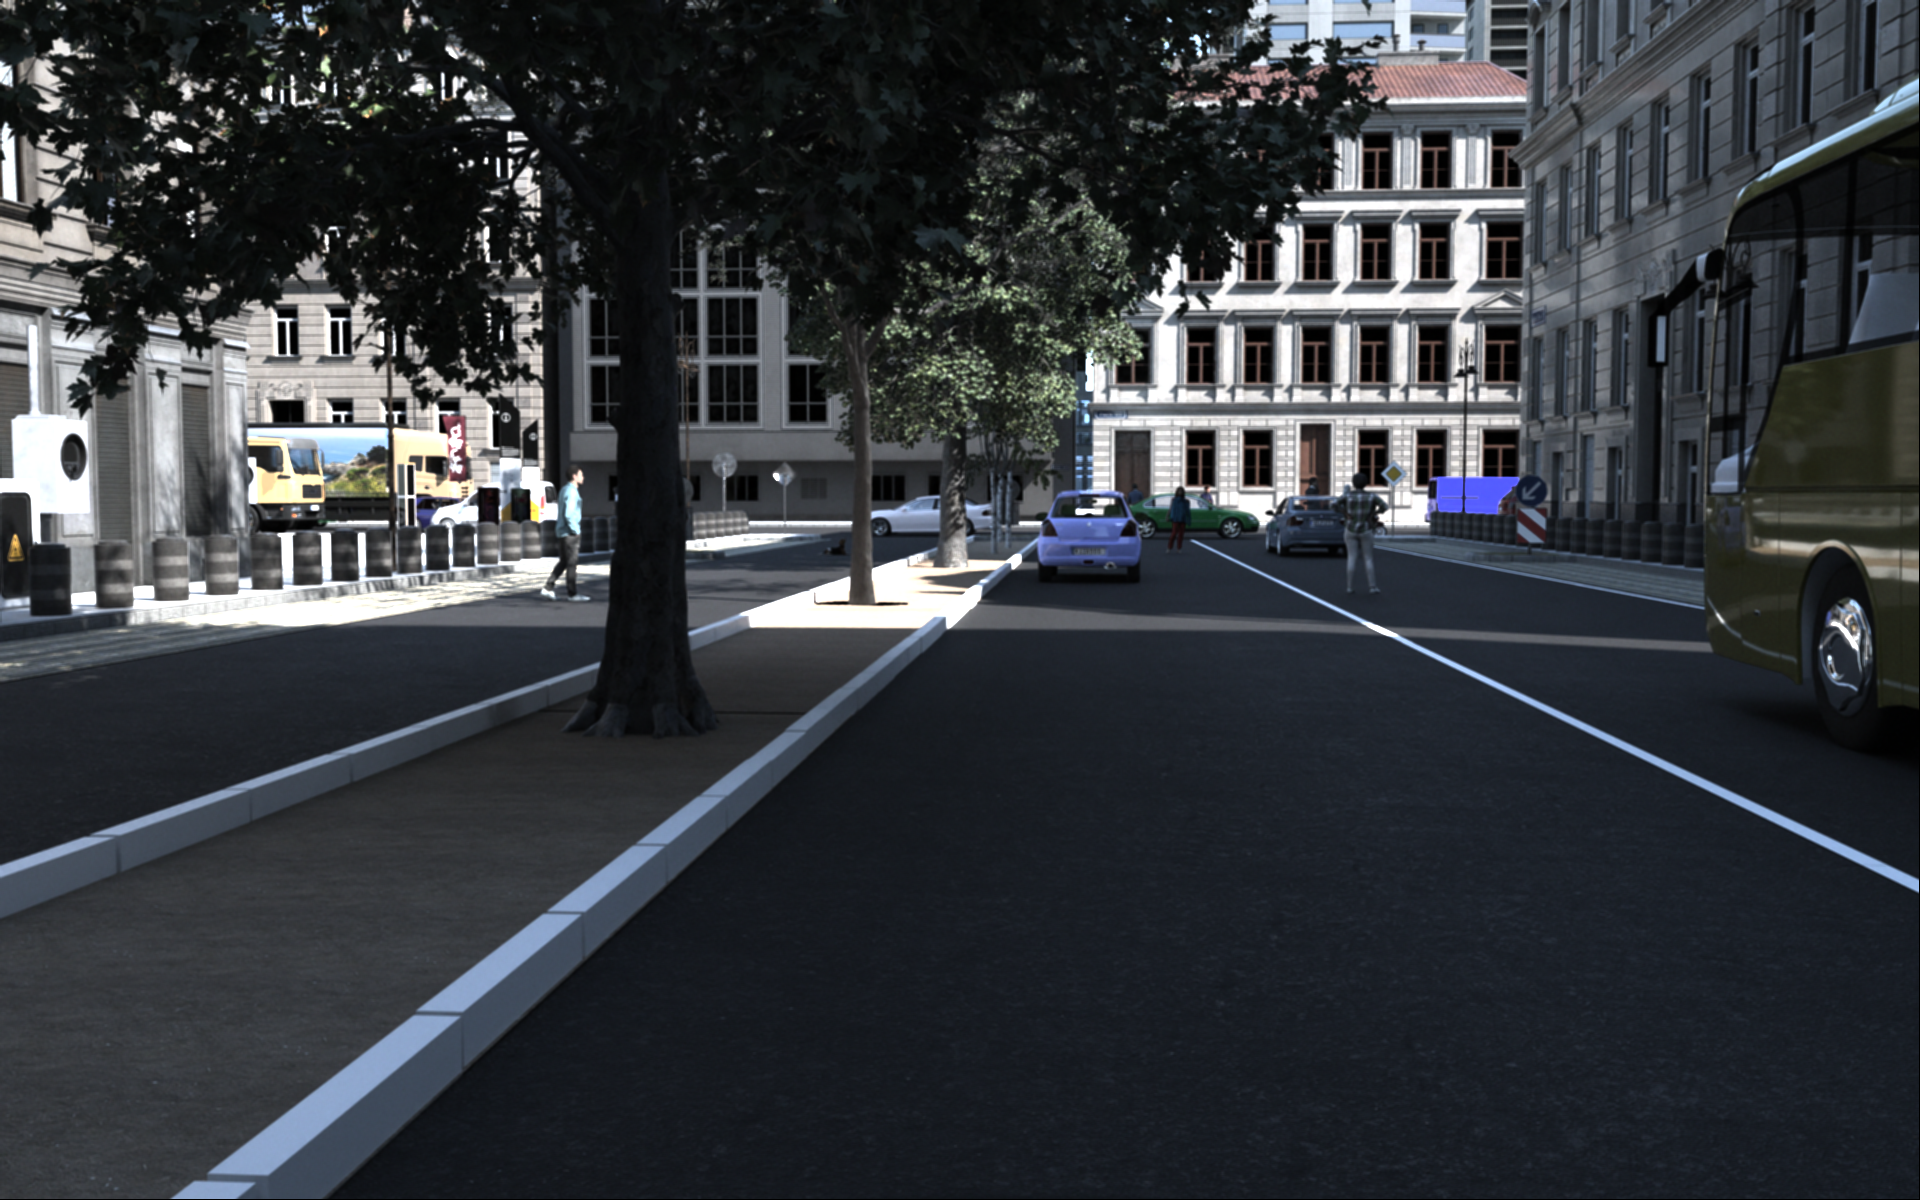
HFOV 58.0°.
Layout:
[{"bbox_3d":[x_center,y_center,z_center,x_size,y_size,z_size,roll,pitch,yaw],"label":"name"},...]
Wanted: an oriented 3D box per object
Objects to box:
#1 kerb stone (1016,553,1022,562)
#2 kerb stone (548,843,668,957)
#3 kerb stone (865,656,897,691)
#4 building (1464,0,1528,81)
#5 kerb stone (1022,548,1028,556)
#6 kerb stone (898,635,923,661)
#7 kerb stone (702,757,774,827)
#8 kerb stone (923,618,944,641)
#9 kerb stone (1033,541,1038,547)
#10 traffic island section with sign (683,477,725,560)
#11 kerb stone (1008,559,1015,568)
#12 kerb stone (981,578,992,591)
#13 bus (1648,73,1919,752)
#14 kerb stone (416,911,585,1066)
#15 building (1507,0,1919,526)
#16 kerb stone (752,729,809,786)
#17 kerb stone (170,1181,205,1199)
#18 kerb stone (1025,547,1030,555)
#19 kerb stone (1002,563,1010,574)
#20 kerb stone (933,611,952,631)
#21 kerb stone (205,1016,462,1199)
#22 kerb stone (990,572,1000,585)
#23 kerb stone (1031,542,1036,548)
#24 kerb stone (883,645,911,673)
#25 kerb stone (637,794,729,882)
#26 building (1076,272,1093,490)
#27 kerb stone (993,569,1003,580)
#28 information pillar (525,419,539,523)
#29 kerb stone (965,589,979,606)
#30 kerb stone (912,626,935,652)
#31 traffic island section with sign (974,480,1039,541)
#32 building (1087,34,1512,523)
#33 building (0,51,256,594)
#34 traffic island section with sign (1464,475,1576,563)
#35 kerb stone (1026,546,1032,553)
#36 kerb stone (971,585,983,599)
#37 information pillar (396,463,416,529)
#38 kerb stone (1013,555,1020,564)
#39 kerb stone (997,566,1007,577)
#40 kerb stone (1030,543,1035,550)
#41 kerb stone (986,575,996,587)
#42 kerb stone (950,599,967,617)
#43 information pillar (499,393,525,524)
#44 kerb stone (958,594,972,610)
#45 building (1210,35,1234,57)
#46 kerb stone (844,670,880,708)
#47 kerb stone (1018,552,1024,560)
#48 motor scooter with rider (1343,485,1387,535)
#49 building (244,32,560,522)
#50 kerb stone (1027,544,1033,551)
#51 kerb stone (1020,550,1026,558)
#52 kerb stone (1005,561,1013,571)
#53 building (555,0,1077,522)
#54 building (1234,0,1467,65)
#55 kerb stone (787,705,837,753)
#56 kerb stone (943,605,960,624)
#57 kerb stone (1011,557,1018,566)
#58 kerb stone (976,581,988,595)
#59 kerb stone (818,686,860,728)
[{"bbox_3d":[1.147,-0.815,35.519,0.120,0.150,1.000,0,4,4],"label":"kerb stone"},{"bbox_3d":[-1.172,1.001,5.823,0.120,0.150,1.000,0,4,4],"label":"kerb stone"},{"bbox_3d":[-0.609,0.563,12.989,0.120,0.150,1.000,0,4,4],"label":"kerb stone"},{"bbox_3d":[80.659,-48.988,239.204,20.611,71.187,20.563,0,4,4],"label":"building"},{"bbox_3d":[1.381,-1.001,38.596,0.120,0.150,1.000,0,4,4],"label":"kerb stone"},{"bbox_3d":[-0.451,0.440,15.045,0.120,0.150,1.000,0,4,4],"label":"kerb stone"},{"bbox_3d":[-1.009,0.876,7.873,0.120,0.150,1.000,0,4,4],"label":"kerb stone"},{"bbox_3d":[-0.285,0.312,17.087,0.120,0.150,1.000,0,4,4],"label":"kerb stone"},{"bbox_3d":[1.863,-1.379,44.767,0.120,0.150,1.000,0,4,4],"label":"kerb stone"},{"bbox_3d":[-6.293,-1.820,38.380,1.989,1.847,2.006,0,4,4],"label":"traffic island section with sign"},{"bbox_3d":[0.906,-0.627,32.444,0.120,0.150,1.000,0,4,4],"label":"kerb stone"},{"bbox_3d":[0.344,-0.188,25.275,0.120,0.150,1.000,0,4,4],"label":"kerb stone"},{"bbox_3d":[5.864,-0.903,6.313,2.896,3.916,12.252,0,4,5],"label":"bus"},{"bbox_3d":[-1.252,1.064,4.796,0.120,0.150,1.000,0,4,4],"label":"kerb stone"},{"bbox_3d":[20.955,-14.689,37.431,12.463,27.353,25.104,0,4,4],"label":"building"},{"bbox_3d":[-0.929,0.820,8.896,0.120,0.150,1.000,0,4,4],"label":"kerb stone"},{"bbox_3d":[-1.416,1.196,2.753,0.120,0.150,1.000,0,4,4],"label":"kerb stone"},{"bbox_3d":[1.460,-1.066,39.618,0.120,0.150,1.000,0,4,4],"label":"kerb stone"},{"bbox_3d":[0.742,-0.502,30.400,0.120,0.150,1.000,0,4,4],"label":"kerb stone"},{"bbox_3d":[-0.214,0.250,18.110,0.120,0.150,1.000,0,4,4],"label":"kerb stone"},{"bbox_3d":[-1.326,1.130,3.774,0.120,0.150,1.000,0,4,4],"label":"kerb stone"},{"bbox_3d":[0.510,-0.309,27.323,0.120,0.150,1.000,0,4,4],"label":"kerb stone"},{"bbox_3d":[1.783,-1.318,43.741,0.120,0.150,1.000,0,4,4],"label":"kerb stone"},{"bbox_3d":[-0.534,0.501,14.012,0.120,0.150,1.000,0,4,4],"label":"kerb stone"},{"bbox_3d":[-1.091,0.938,6.851,0.120,0.150,1.000,0,4,4],"label":"kerb stone"},{"bbox_3d":[5.568,-57.114,246.487,31.000,86.520,22.319,0,4,4],"label":"building"},{"bbox_3d":[0.584,-0.377,28.353,0.120,0.150,1.000,0,4,4],"label":"kerb stone"},{"bbox_3d":[-13.348,-3.828,53.944,0.504,3.616,0.183,-1,4,-9],"label":"information pillar"},{"bbox_3d":[0.119,0.000,22.199,0.120,0.150,1.000,0,4,4],"label":"kerb stone"},{"bbox_3d":[-0.362,0.375,16.066,0.120,0.150,1.000,0,4,4],"label":"kerb stone"},{"bbox_3d":[1.481,-2.761,53.283,2.006,1.907,1.989,0,4,4],"label":"traffic island section with sign"},{"bbox_3d":[16.099,-14.980,81.080,21.152,22.565,11.583,0,4,4],"label":"building"},{"bbox_3d":[-16.325,-10.316,17.824,9.793,20.994,18.267,0,4,4],"label":"building"},{"bbox_3d":[11.879,-1.732,36.944,1.989,1.847,2.006,0,4,4],"label":"traffic island section with sign"},{"bbox_3d":[1.546,-1.126,40.652,0.120,0.150,1.000,0,4,4],"label":"kerb stone"},{"bbox_3d":[0.180,-0.063,23.223,0.120,0.150,1.000,0,4,4],"label":"kerb stone"},{"bbox_3d":[-13.080,-2.229,40.935,0.304,2.012,0.304,2,4,29],"label":"information pillar"},{"bbox_3d":[1.067,-0.750,34.498,0.120,0.150,1.000,0,4,4],"label":"kerb stone"},{"bbox_3d":[0.666,-0.439,29.379,0.120,0.150,1.000,0,4,4],"label":"kerb stone"},{"bbox_3d":[1.704,-1.255,42.718,0.120,0.150,1.000,0,4,4],"label":"kerb stone"},{"bbox_3d":[0.426,-0.249,26.296,0.120,0.150,1.000,0,4,4],"label":"kerb stone"},{"bbox_3d":[-0.050,0.126,20.156,0.120,0.150,1.000,0,4,4],"label":"kerb stone"},{"bbox_3d":[-10.495,-2.998,40.369,0.504,3.616,0.183,-2,4,-33],"label":"information pillar"},{"bbox_3d":[0.023,0.062,21.178,0.120,0.150,1.000,0,4,4],"label":"kerb stone"},{"bbox_3d":[45.546,-49.209,242.820,20.611,71.187,20.563,0,4,4],"label":"building"},{"bbox_3d":[-0.689,0.626,11.962,0.120,0.150,1.000,0,4,4],"label":"kerb stone"},{"bbox_3d":[1.227,-0.878,36.548,0.120,0.150,1.000,0,4,4],"label":"kerb stone"},{"bbox_3d":[12.610,-2.828,55.197,1.986,1.779,0.876,0,4,5],"label":"motor scooter with rider"},{"bbox_3d":[-30.832,-17.628,85.479,25.104,27.353,12.463,0,4,4],"label":"building"},{"bbox_3d":[1.622,-1.189,41.685,0.120,0.150,1.000,0,4,4],"label":"kerb stone"},{"bbox_3d":[1.295,-0.940,37.570,0.120,0.150,1.000,0,4,4],"label":"kerb stone"},{"bbox_3d":[0.829,-0.560,31.423,0.120,0.150,1.000,0,4,4],"label":"kerb stone"},{"bbox_3d":[-6.294,-17.782,84.245,24.014,27.812,14.314,0,4,4],"label":"building"},{"bbox_3d":[36.575,-38.099,164.924,21.231,58.520,28.212,0,4,4],"label":"building"},{"bbox_3d":[-0.853,0.751,9.917,0.120,0.150,1.000,0,4,4],"label":"kerb stone"},{"bbox_3d":[-0.129,0.189,19.131,0.120,0.150,1.000,0,4,4],"label":"kerb stone"},{"bbox_3d":[0.988,-0.690,33.476,0.120,0.150,1.000,0,4,4],"label":"kerb stone"},{"bbox_3d":[0.266,-0.125,24.244,0.120,0.150,1.000,0,4,4],"label":"kerb stone"},{"bbox_3d":[-0.777,0.690,10.939,0.120,0.150,1.000,0,4,4],"label":"kerb stone"}]
